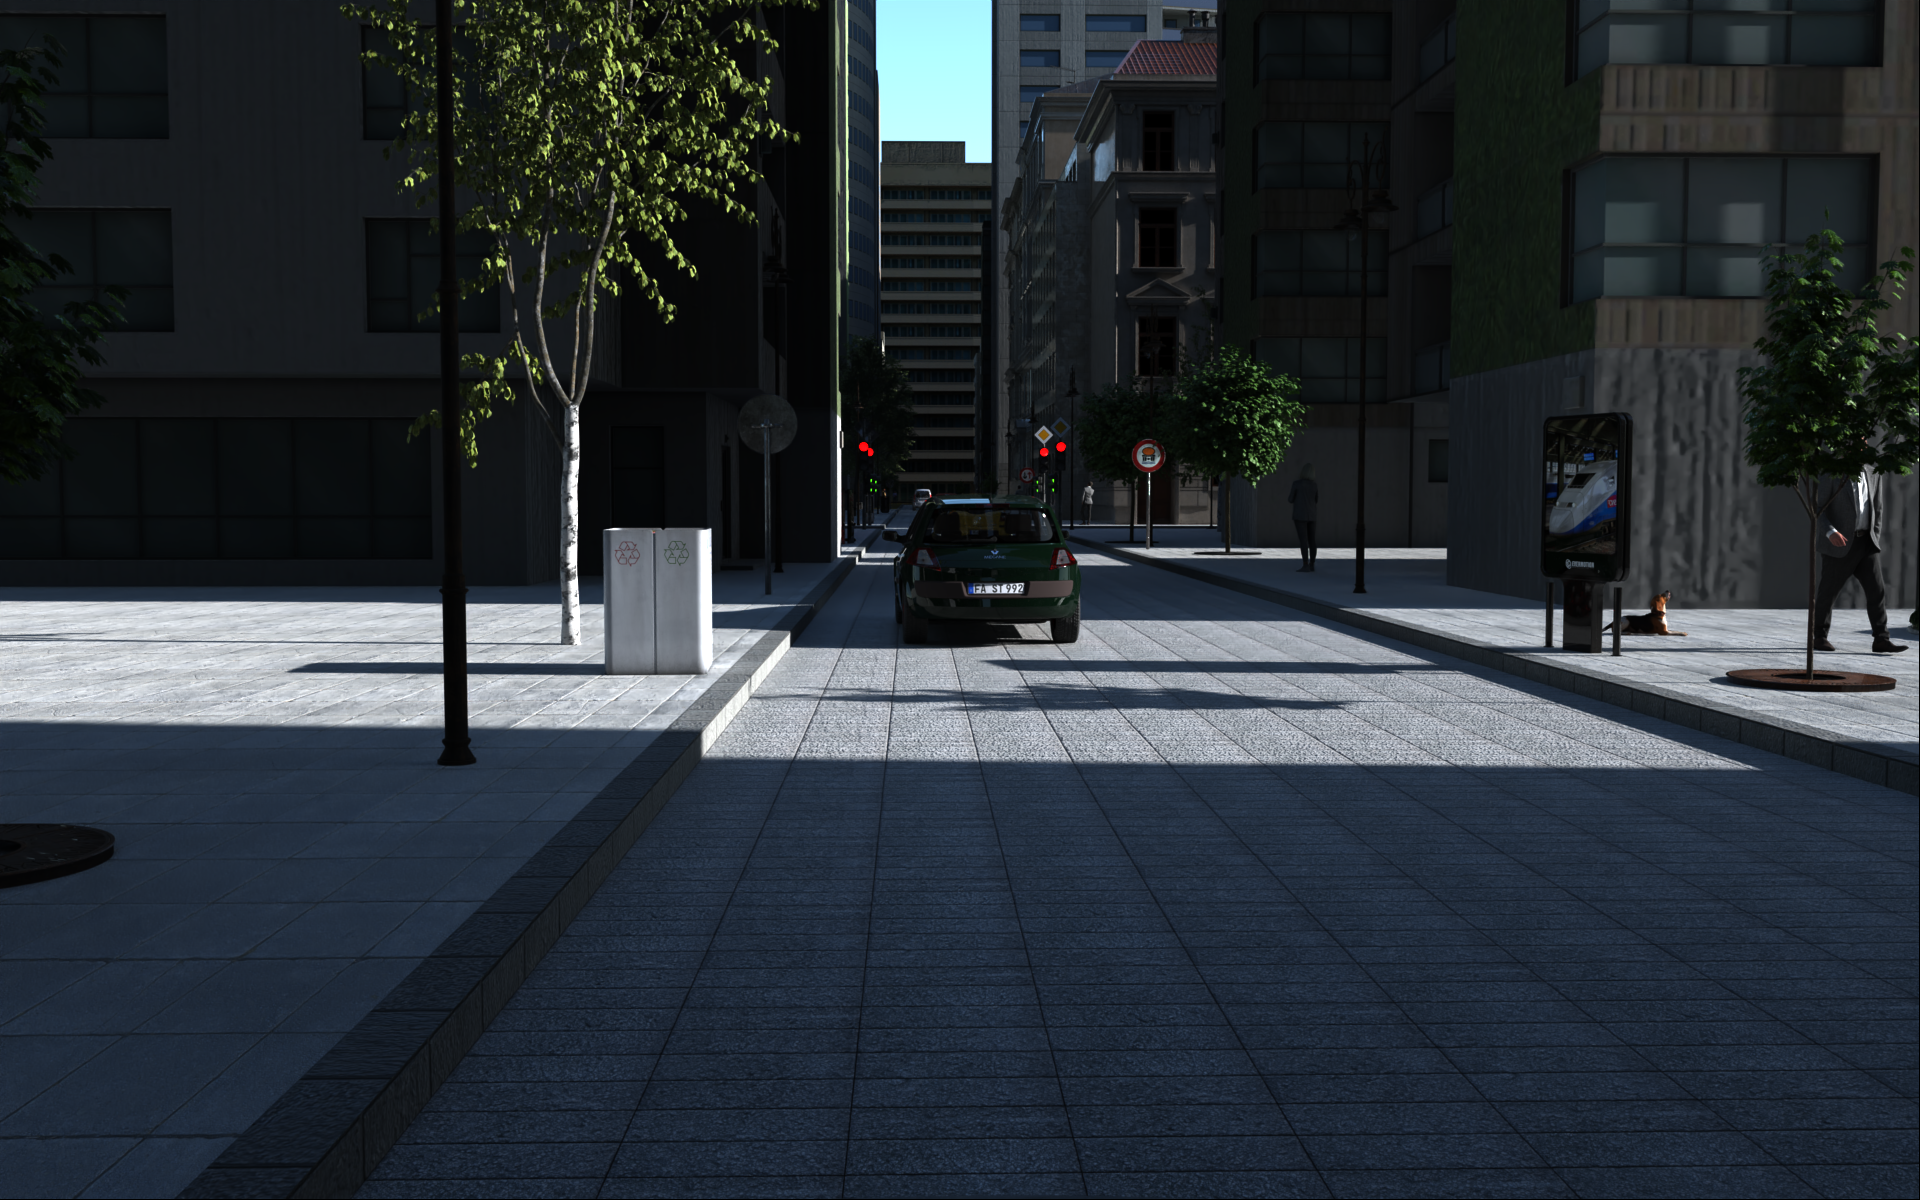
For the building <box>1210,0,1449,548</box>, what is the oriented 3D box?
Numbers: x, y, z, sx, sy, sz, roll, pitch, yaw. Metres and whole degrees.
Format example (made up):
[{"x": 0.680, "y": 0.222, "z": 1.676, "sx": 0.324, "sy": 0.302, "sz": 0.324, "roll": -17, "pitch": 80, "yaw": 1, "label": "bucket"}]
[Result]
[{"x": 13.901, "y": -16.861, "z": 47.379, "sx": 14.160, "sy": 30.474, "sz": 14.107, "roll": 0, "pitch": 4, "yaw": -2, "label": "building"}]

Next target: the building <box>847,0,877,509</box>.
[{"x": -18.408, "y": -37.702, "z": 158.423, "sx": 21.231, "sy": 58.520, "sz": 28.212, "roll": 0, "pitch": 4, "yaw": -2, "label": "building"}]

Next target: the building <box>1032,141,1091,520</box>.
[{"x": 9.627, "y": -14.570, "z": 92.966, "sx": 10.420, "sy": 20.320, "sz": 16.860, "roll": 0, "pitch": 4, "yaw": -2, "label": "building"}]

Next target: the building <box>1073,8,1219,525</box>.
[{"x": 16.087, "y": -14.723, "z": 76.883, "sx": 21.152, "sy": 22.565, "sz": 11.583, "roll": 0, "pitch": 4, "yaw": -2, "label": "building"}]

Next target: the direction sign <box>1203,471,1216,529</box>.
[{"x": 9.252, "y": -4.384, "z": 63.668, "sx": 0.876, "sy": 3.537, "sz": 0.379, "roll": -1, "pitch": 4, "yaw": -10, "label": "direction sign"}]

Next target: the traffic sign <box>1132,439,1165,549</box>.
[{"x": 4.363, "y": -2.449, "z": 40.142, "sx": 0.768, "sy": 2.556, "sz": 0.104, "roll": 0, "pitch": 4, "yaw": 3, "label": "traffic sign"}]

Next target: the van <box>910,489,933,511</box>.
[{"x": -3.274, "y": -8.743, "z": 149.954, "sx": 2.013, "sy": 2.044, "sz": 4.112, "roll": 0, "pitch": 4, "yaw": -3, "label": "van"}]

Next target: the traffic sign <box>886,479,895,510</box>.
[{"x": -5.777, "y": -8.769, "z": 143.473, "sx": 0.768, "sy": 2.556, "sz": 0.104, "roll": 0, "pitch": 4, "yaw": -1, "label": "traffic sign"}]

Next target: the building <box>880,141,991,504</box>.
[{"x": -1.515, "y": -37.736, "z": 240.688, "sx": 21.600, "sy": 48.544, "sz": 21.300, "roll": 0, "pitch": 4, "yaw": -2, "label": "building"}]

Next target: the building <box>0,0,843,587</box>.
[{"x": -9.366, "y": -15.742, "z": 29.091, "sx": 14.160, "sy": 30.474, "sz": 14.107, "roll": 0, "pitch": 4, "yaw": -2, "label": "building"}]

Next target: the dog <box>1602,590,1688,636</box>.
[{"x": 6.224, "y": 0.115, "z": 15.852, "sx": 0.550, "sy": 0.427, "sz": 0.748, "roll": -2, "pitch": 4, "yaw": -28, "label": "dog"}]

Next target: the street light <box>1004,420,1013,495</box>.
[{"x": 2.979, "y": -8.136, "z": 105.810, "sx": 0.468, "sy": 5.910, "sz": 1.993, "roll": 0, "pitch": 4, "yaw": -2, "label": "street light"}]

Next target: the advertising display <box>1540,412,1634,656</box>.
[{"x": 5.070, "y": -0.541, "z": 14.060, "sx": 0.123, "sy": 1.923, "sz": 0.974, "roll": -1, "pitch": 4, "yaw": -18, "label": "advertising display"}]

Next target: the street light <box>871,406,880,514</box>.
[{"x": -4.572, "y": -7.223, "z": 90.880, "sx": 0.468, "sy": 5.910, "sz": 1.993, "roll": 0, "pitch": 4, "yaw": -2, "label": "street light"}]

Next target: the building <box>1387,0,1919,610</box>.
[{"x": 13.808, "y": -20.880, "z": 24.984, "sx": 14.154, "sy": 41.232, "sz": 14.086, "roll": 0, "pitch": 4, "yaw": -2, "label": "building"}]

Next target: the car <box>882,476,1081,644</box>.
[{"x": 0.205, "y": -0.504, "z": 18.026, "sx": 2.009, "sy": 1.686, "sz": 4.222, "roll": 0, "pitch": 4, "yaw": -4, "label": "car"}]

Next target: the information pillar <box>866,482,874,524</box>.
[{"x": -3.959, "y": -4.341, "z": 75.461, "sx": 0.304, "sy": 2.012, "sz": 0.304, "roll": -2, "pitch": 4, "yaw": -33, "label": "information pillar"}]

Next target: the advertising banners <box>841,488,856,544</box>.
[{"x": -3.029, "y": -2.944, "z": 44.318, "sx": 0.090, "sy": 3.025, "sz": 2.074, "roll": 1, "pitch": 4, "yaw": 15, "label": "advertising banners"}]

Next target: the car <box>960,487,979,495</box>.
[{"x": 0.425, "y": -2.254, "z": 47.080, "sx": 2.015, "sy": 1.641, "sz": 3.980, "roll": 0, "pitch": 4, "yaw": -3, "label": "car"}]

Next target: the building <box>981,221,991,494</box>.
[{"x": 9.168, "y": -25.264, "z": 184.766, "sx": 14.160, "sy": 30.474, "sz": 14.107, "roll": 0, "pitch": 4, "yaw": -2, "label": "building"}]

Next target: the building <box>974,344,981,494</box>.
[{"x": 15.973, "y": -22.120, "z": 206.697, "sx": 27.650, "sy": 21.520, "sz": 28.899, "roll": 0, "pitch": 4, "yaw": -2, "label": "building"}]

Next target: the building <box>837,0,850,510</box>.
[{"x": -15.955, "y": -27.622, "z": 135.211, "sx": 14.154, "sy": 41.232, "sz": 14.086, "roll": 0, "pitch": 4, "yaw": -2, "label": "building"}]

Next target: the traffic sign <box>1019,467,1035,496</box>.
[{"x": 3.199, "y": -5.036, "z": 82.445, "sx": 0.768, "sy": 2.556, "sz": 0.104, "roll": 0, "pitch": 4, "yaw": 2, "label": "traffic sign"}]

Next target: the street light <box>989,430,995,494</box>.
[{"x": 2.363, "y": -9.350, "z": 125.655, "sx": 0.468, "sy": 5.910, "sz": 1.993, "roll": 0, "pitch": 4, "yaw": -2, "label": "street light"}]

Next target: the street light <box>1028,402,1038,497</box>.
[{"x": 3.594, "y": -6.896, "z": 85.531, "sx": 0.468, "sy": 5.910, "sz": 1.993, "roll": 0, "pitch": 4, "yaw": -2, "label": "street light"}]

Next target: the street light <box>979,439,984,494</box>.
[{"x": 1.808, "y": -10.564, "z": 145.501, "sx": 0.468, "sy": 5.910, "sz": 1.993, "roll": 0, "pitch": 4, "yaw": -2, "label": "street light"}]

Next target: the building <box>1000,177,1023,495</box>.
[{"x": 10.517, "y": -21.208, "z": 134.148, "sx": 14.401, "sy": 28.519, "sz": 23.554, "roll": 0, "pitch": 4, "yaw": -2, "label": "building"}]

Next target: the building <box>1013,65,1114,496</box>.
[{"x": 10.794, "y": -19.936, "z": 111.862, "sx": 13.634, "sy": 28.700, "sz": 20.117, "roll": 0, "pitch": 4, "yaw": -2, "label": "building"}]

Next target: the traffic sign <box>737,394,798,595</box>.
[{"x": -2.450, "y": -1.342, "z": 22.047, "sx": 0.768, "sy": 2.556, "sz": 0.104, "roll": 0, "pitch": 4, "yaw": 1, "label": "traffic sign"}]

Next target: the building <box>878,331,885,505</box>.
[{"x": -23.486, "y": -22.110, "z": 206.534, "sx": 28.899, "sy": 21.520, "sz": 27.650, "roll": 0, "pitch": 4, "yaw": -2, "label": "building"}]

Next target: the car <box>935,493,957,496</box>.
[{"x": -0.803, "y": -5.721, "z": 102.576, "sx": 2.155, "sy": 1.783, "sz": 4.494, "roll": 0, "pitch": 4, "yaw": -2, "label": "car"}]

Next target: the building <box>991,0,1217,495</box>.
[{"x": 13.442, "y": -37.976, "z": 162.899, "sx": 21.231, "sy": 58.520, "sz": 28.212, "roll": 0, "pitch": 4, "yaw": -2, "label": "building"}]

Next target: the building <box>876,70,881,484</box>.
[{"x": -15.282, "y": -32.414, "z": 180.086, "sx": 14.600, "sy": 45.320, "sz": 14.200, "roll": 0, "pitch": 4, "yaw": -2, "label": "building"}]
